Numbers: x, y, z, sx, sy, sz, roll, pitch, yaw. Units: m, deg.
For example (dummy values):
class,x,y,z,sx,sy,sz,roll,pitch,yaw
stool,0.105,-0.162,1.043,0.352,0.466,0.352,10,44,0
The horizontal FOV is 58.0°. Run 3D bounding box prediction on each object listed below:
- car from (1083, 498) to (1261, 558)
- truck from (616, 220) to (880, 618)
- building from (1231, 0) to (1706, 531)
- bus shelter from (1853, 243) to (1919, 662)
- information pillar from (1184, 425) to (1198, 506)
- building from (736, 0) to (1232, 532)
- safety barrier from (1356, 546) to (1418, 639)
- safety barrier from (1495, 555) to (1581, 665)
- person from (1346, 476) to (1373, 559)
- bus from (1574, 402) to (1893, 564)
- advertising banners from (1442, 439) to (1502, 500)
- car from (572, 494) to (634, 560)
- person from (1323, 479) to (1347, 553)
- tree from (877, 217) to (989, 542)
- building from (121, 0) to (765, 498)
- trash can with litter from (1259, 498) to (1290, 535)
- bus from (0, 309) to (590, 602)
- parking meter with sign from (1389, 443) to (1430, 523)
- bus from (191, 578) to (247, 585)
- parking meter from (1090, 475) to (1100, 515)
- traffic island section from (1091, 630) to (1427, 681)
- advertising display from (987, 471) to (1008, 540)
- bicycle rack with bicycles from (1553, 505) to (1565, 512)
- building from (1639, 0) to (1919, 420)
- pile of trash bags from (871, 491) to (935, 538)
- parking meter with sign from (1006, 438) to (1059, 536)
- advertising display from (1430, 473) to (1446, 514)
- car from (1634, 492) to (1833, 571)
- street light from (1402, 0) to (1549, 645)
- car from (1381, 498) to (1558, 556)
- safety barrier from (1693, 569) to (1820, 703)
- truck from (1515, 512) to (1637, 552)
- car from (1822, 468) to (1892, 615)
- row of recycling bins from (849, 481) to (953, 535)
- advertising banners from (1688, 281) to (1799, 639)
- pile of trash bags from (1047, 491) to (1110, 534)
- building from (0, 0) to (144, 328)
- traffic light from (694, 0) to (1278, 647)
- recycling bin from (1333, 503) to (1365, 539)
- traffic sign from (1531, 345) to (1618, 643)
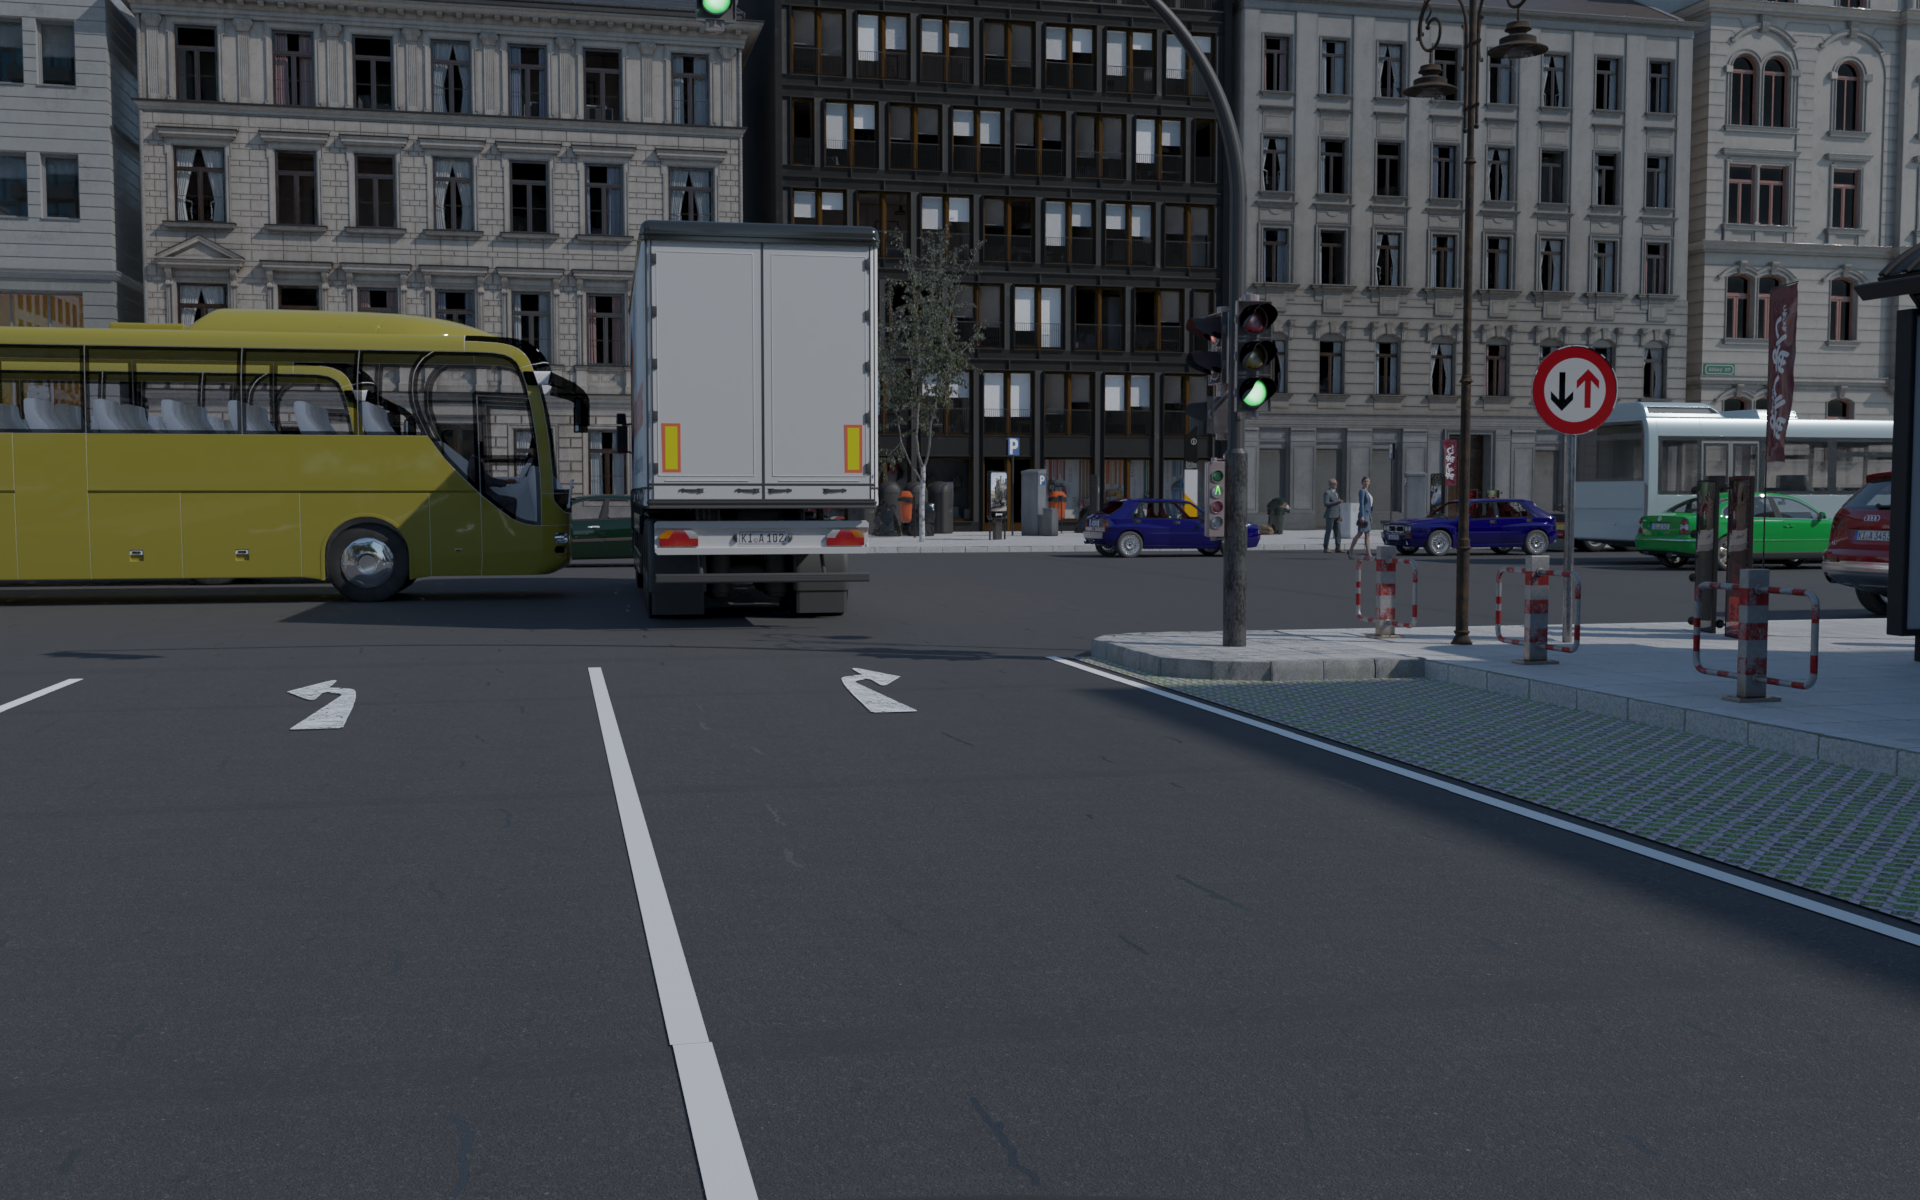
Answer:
class,x,y,z,sx,sy,sz,roll,pitch,yaw
car,4.886,-1.672,39.912,3.894,1.354,1.945,-1,4,-13
truck,-3.174,-2.112,23.446,2.839,4.237,11.283,-1,4,-12
building,17.322,-13.296,66.546,18.267,20.994,9.793,-1,4,-13
bus shelter,8.427,-1.033,10.818,2.014,3.302,5.546,-1,4,-13
information pillar,7.864,-4.134,58.946,0.504,3.616,0.183,-1,4,-19
building,0.271,-14.347,64.246,15.834,23.373,12.332,-1,4,-13
safety barrier,3.792,-0.070,15.426,0.300,0.817,1.120,-1,4,-13
safety barrier,4.353,0.073,13.078,0.300,0.817,1.120,-1,4,-13
person,8.798,-1.794,37.852,0.654,1.822,0.581,3,5,45
bus,19.687,-2.588,37.177,13.247,3.499,2.948,-1,4,-15
advertising banners,16.422,-3.633,55.593,2.074,3.025,0.090,-1,4,-9
car,-7.398,-1.502,34.340,4.222,1.686,2.009,-1,4,-13
person,9.123,-2.043,42.076,0.590,1.801,0.661,3,5,43
tree,-1.085,-5.884,46.566,4.360,8.622,3.978,0,3,0
building,-16.786,-11.843,58.259,19.286,19.102,10.561,-1,4,-13
trash can with litter,9.867,-2.635,54.475,0.624,1.170,1.055,3,5,39
bus,-11.233,-1.937,23.212,12.252,3.916,2.896,-1,4,-13
parking meter with sign,15.632,-3.861,59.394,1.738,3.016,0.543,0,4,2
bus,-15.128,-2.197,27.468,12.252,3.916,2.896,-1,4,-12
parking meter,4.099,-2.876,52.728,0.255,1.863,0.399,1,4,13
traffic island section,2.326,0.467,14.644,2.009,0.180,2.903,-1,4,-13
advertising display,1.048,-2.653,48.583,0.123,1.923,0.974,2,4,31
bicycle rack with bicycles,34.099,-5.457,102.609,2.852,0.926,2.925,-2,4,-32
building,37.423,-17.502,73.553,23.554,28.519,14.401,-1,4,-13
pile of trash bags,-1.686,-2.605,52.346,1.912,1.369,3.447,0,4,-5
parking meter with sign,2.249,-3.475,53.078,1.738,3.016,0.543,3,5,41
advertising display,14.809,-2.967,53.721,0.123,1.923,0.974,0,4,-5
car,15.414,-1.503,33.365,4.718,1.807,1.959,-1,4,-14
street light,4.286,-2.559,14.620,0.468,5.910,1.993,-1,4,-13
car,12.021,-1.735,40.944,3.894,1.354,1.945,-1,4,-13
safety barrier,4.910,0.217,10.723,0.300,0.817,1.120,-1,4,-13
truck,23.684,-3.404,45.419,18.799,4.110,2.967,-1,4,-12
car,12.729,-0.701,20.137,5.304,1.827,2.281,-1,4,-14
row of recycling bins,-1.845,-2.954,55.418,3.534,1.692,1.069,-2,4,-27
advertising banners,6.907,-1.170,15.321,0.090,3.025,2.074,0,4,2
pile of trash bags,4.431,-2.886,56.938,3.447,1.369,1.912,-2,4,-27
building,-40.880,-16.861,53.170,29.804,29.767,11.434,-1,4,-13
traffic light,0.269,-2.400,13.902,4.771,5.953,1.251,-1,4,-13
recycling bin,11.255,-2.287,49.950,0.722,1.027,0.722,-2,4,-31
traffic sign,5.249,-0.905,14.899,0.768,2.556,0.104,0,4,-5
